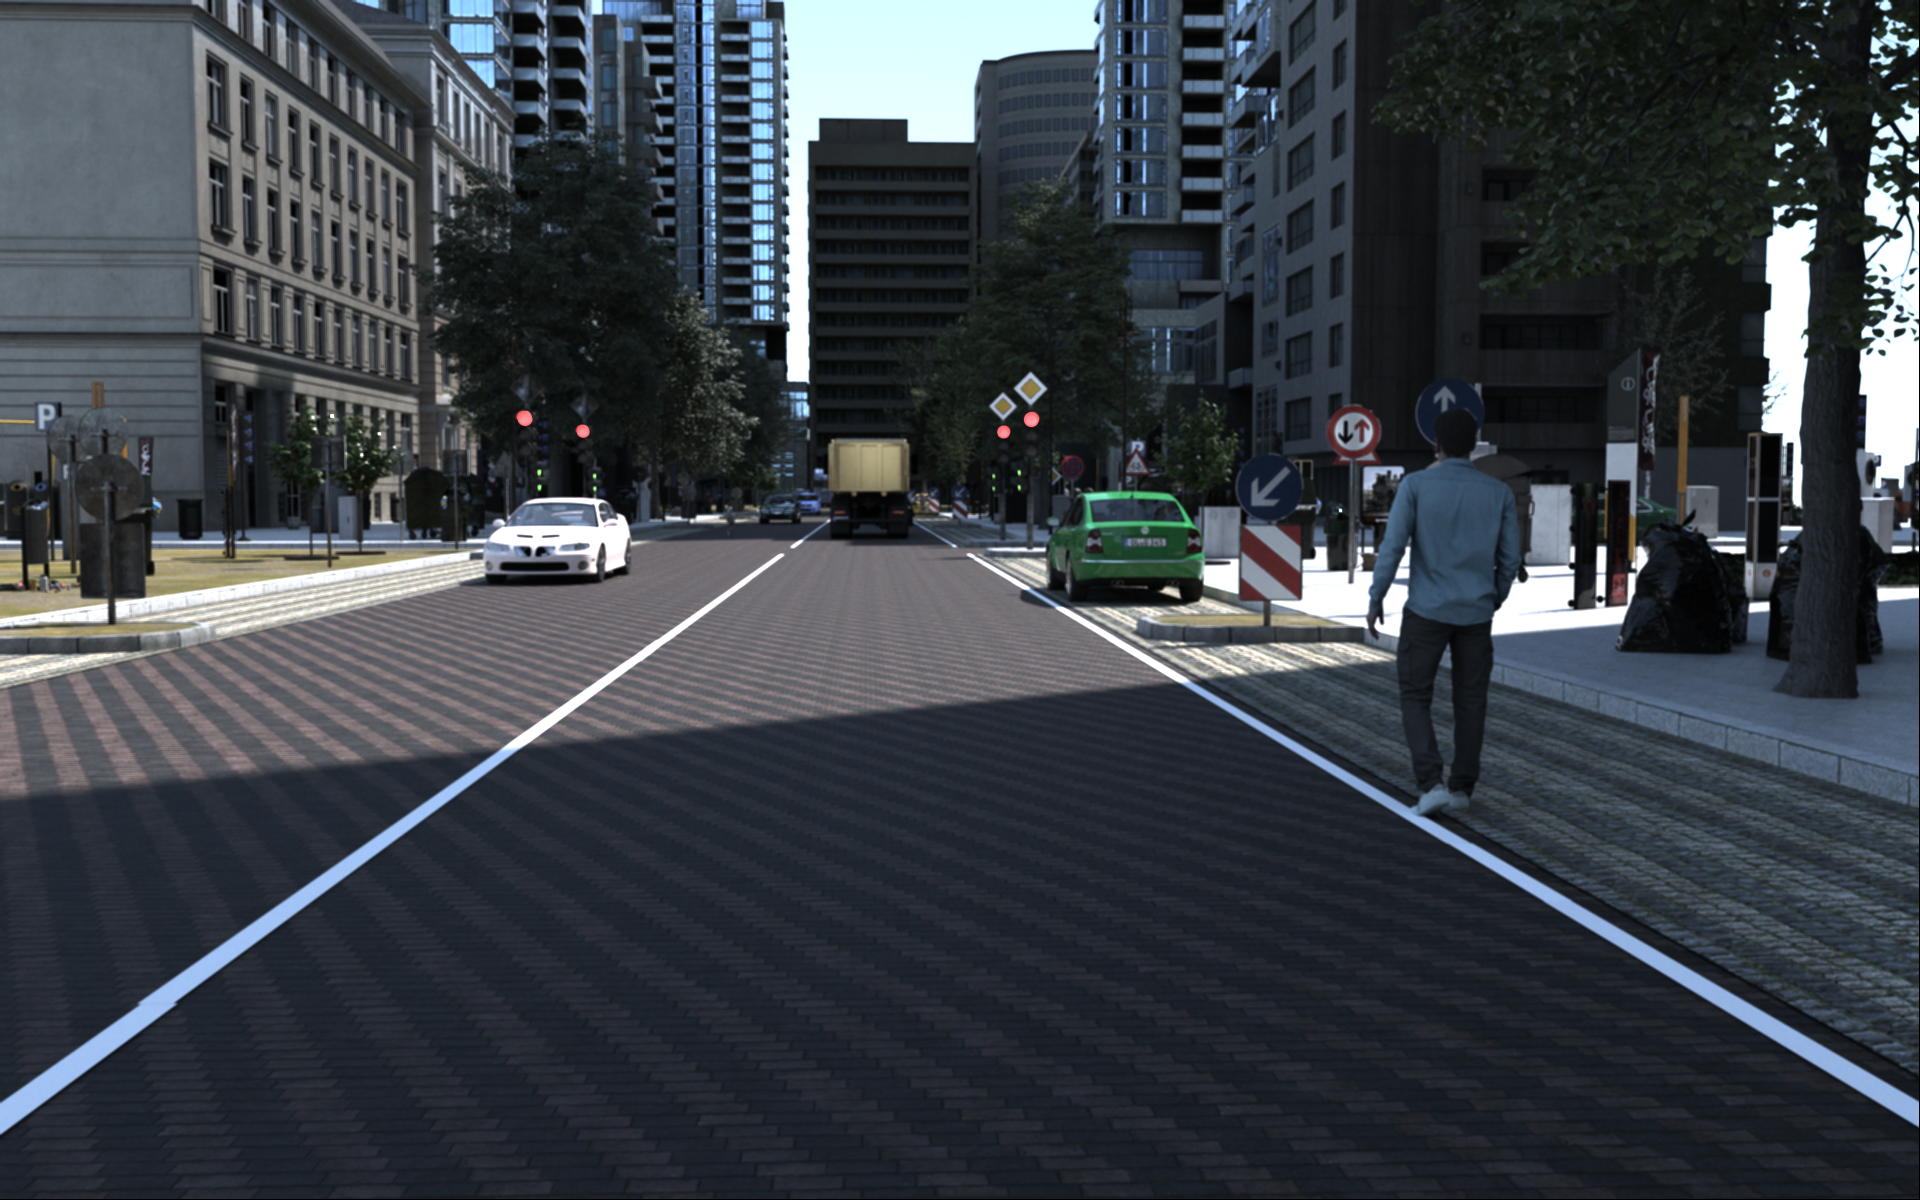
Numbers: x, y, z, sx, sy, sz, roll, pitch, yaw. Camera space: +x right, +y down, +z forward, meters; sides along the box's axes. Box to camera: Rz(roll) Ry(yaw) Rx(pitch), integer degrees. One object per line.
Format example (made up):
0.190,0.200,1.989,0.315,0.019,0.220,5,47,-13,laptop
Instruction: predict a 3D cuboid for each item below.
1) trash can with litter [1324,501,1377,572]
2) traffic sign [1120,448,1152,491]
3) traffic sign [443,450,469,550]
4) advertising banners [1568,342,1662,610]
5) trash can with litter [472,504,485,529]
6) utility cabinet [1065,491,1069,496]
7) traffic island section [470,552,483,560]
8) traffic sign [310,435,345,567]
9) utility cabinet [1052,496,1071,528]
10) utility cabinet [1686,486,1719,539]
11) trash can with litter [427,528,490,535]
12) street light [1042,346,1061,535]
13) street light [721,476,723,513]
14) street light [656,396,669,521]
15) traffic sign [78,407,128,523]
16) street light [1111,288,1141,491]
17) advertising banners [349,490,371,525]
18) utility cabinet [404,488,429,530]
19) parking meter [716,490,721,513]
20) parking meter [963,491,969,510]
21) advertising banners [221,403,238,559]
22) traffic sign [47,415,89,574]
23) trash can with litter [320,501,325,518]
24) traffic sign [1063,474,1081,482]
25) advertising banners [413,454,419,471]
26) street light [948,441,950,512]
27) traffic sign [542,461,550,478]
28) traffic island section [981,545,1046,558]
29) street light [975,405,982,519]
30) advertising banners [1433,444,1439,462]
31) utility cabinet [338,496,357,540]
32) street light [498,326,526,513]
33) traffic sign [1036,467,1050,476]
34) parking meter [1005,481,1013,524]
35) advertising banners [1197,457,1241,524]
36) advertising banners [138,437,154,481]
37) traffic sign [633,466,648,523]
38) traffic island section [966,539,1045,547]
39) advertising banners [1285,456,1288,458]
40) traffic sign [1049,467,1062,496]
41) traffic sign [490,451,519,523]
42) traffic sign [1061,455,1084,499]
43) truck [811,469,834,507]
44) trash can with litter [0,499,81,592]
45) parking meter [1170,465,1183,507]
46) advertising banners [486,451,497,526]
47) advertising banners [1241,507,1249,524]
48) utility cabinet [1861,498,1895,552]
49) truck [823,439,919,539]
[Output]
6.629,-1.076,28.985,1.055,1.170,0.624,2,4,25,trash can with litter
4.961,-2.986,48.830,0.884,2.594,0.081,0,4,6,traffic sign
-11.637,-2.315,39.987,0.606,2.300,0.079,0,4,6,traffic sign
7.474,-1.436,19.672,2.074,3.025,0.090,-3,5,-43,advertising banners
-17.759,-3.193,63.600,0.624,1.170,1.055,-1,4,-20,trash can with litter
6.499,-6.386,113.085,1.173,1.500,0.318,1,4,11,utility cabinet
-9.789,-1.040,39.287,2.009,0.180,2.903,0,4,-3,traffic island section
-11.025,-1.719,30.240,0.606,2.300,0.079,0,4,1,traffic sign
3.841,-3.380,66.419,1.020,1.237,0.306,0,4,5,utility cabinet
20.740,-2.436,48.504,1.173,1.500,0.318,-2,4,-31,utility cabinet
-16.162,-2.725,55.614,2.233,1.210,1.678,-2,4,-30,trash can with litter
2.852,-4.986,54.313,0.468,5.910,1.993,0,4,-3,street light
-15.920,-8.730,115.522,0.468,5.910,1.993,0,4,-3,street light
-13.995,-6.658,81.648,0.468,5.910,1.993,0,4,-3,street light
-12.562,-1.546,25.391,0.768,2.556,0.104,0,4,5,traffic sign
3.721,-4.054,39.074,0.468,5.910,1.993,0,4,-3,street light
-24.625,-4.498,69.737,0.090,3.025,2.074,2,4,33,advertising banners
-19.139,-3.202,61.029,0.318,1.500,1.173,1,4,11,utility cabinet
-16.662,-6.804,119.650,0.372,1.533,0.369,0,3,0,parking meter
0.411,-6.373,112.607,0.372,1.533,0.369,0,3,0,parking meter
-14.487,-2.335,34.368,0.090,3.025,2.074,-2,4,-30,advertising banners
-14.271,-1.694,27.810,0.768,2.556,0.104,0,4,1,traffic sign
-24.400,-3.377,66.602,0.624,1.170,1.055,2,4,24,trash can with litter
4.611,-4.344,71.131,0.768,2.556,0.104,0,4,3,traffic sign
-23.403,-4.886,76.081,0.090,3.025,2.074,1,4,23,advertising banners
-0.768,-9.158,122.516,0.468,5.910,1.993,0,4,-3,street light
-15.777,-4.088,66.950,0.768,2.556,0.104,0,4,6,traffic sign
1.635,-1.078,39.898,2.009,0.180,2.903,0,4,-3,traffic island section
1.022,-7.077,88.503,0.468,5.910,1.993,0,4,-3,street light
15.083,-3.402,51.813,2.074,3.025,0.090,3,4,37,advertising banners
-17.255,-2.315,49.008,0.306,1.237,1.020,-3,5,-42,utility cabinet
-12.320,-4.586,47.761,0.468,5.910,1.993,0,4,-3,street light
3.810,-4.760,77.939,0.768,2.556,0.104,0,4,5,traffic sign
2.083,-4.240,75.032,0.399,1.863,0.255,3,5,41,parking meter
7.657,-3.425,52.189,0.090,3.025,2.074,-2,4,-31,advertising banners
-25.703,-3.493,53.305,2.074,3.025,0.090,1,4,11,advertising banners
-14.343,-4.730,77.439,0.768,2.556,0.104,0,4,1,traffic sign
1.204,-1.565,47.872,2.009,0.180,2.903,0,4,-3,traffic island section
14.559,-4.777,74.286,2.074,3.025,0.090,1,4,17,advertising banners
3.923,-4.416,73.389,0.795,2.450,0.064,0,4,2,traffic sign
-13.596,-3.163,51.721,0.884,2.594,0.081,0,4,0,traffic sign
3.675,-3.455,56.592,0.768,2.556,0.104,0,4,5,traffic sign
-14.709,-12.189,189.045,2.967,4.110,18.799,0,4,-5,truck
-12.297,-0.770,23.643,1.678,1.210,2.233,0,4,2,trash can with litter
4.363,-1.788,34.951,0.255,1.863,0.399,1,4,10,parking meter
-19.632,-4.521,70.111,2.074,3.025,0.090,1,4,12,advertising banners
10.183,-4.256,65.780,2.074,3.025,0.090,-2,4,-33,advertising banners
15.126,-1.090,28.982,0.306,1.237,1.020,-1,4,-11,utility cabinet
-3.077,-3.877,59.318,3.469,3.379,9.791,0,4,-3,truck
